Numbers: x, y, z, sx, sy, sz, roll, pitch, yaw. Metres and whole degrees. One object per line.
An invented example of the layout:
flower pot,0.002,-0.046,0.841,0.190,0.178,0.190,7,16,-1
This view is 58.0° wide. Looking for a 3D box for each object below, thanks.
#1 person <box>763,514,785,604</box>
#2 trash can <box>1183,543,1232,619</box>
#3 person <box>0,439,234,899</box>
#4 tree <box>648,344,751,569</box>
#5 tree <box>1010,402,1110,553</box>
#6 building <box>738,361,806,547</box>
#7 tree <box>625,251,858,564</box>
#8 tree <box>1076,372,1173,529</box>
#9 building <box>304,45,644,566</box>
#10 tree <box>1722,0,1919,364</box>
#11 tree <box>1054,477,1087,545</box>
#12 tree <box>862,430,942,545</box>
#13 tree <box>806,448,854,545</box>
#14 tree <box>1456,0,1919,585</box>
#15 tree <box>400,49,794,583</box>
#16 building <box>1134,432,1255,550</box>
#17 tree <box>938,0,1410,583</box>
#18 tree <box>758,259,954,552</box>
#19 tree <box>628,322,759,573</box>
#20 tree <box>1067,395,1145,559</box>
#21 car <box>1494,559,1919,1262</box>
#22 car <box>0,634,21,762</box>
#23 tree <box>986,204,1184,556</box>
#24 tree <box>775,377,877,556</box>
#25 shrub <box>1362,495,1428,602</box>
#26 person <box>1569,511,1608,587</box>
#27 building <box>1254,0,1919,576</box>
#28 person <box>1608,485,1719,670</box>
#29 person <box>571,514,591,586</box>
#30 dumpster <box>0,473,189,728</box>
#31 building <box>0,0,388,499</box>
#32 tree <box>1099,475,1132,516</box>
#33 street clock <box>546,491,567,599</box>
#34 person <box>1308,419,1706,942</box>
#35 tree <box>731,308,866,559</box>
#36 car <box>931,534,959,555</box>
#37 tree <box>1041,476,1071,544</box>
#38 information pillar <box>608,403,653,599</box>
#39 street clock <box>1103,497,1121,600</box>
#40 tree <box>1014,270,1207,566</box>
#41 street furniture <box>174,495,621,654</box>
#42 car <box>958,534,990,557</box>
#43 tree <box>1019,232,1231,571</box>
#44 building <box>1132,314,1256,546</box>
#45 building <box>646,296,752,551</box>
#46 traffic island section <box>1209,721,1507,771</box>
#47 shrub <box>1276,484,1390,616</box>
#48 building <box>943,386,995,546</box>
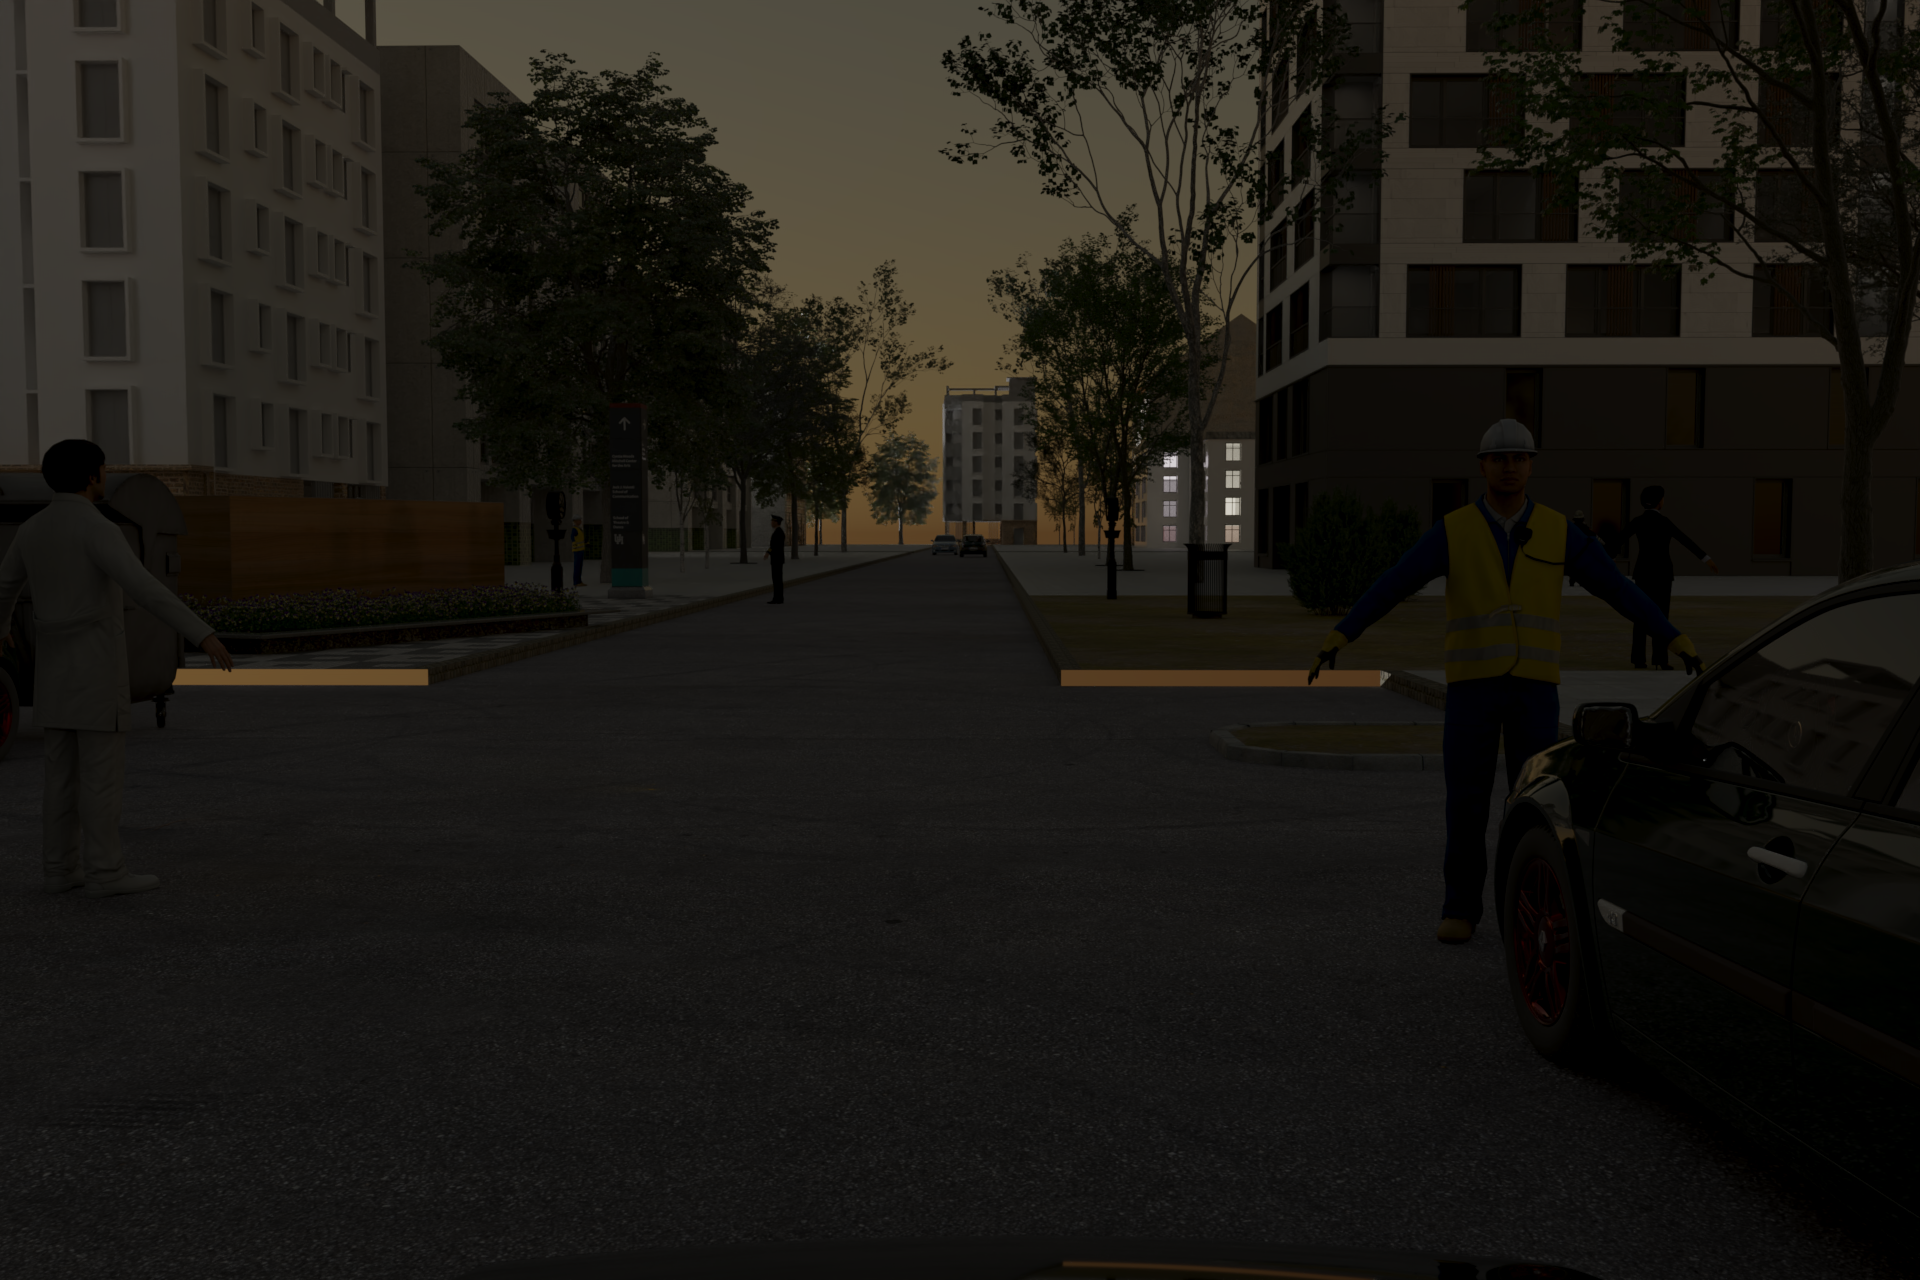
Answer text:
person,-3.788,-1.666,35.627,0.705,1.837,1.347,0,4,6
trash can,3.768,-0.901,26.378,0.748,1.137,0.748,0,3,0
person,-3.482,0.105,6.921,1.347,1.806,0.705,2,4,24
tree,-9.147,-6.948,63.956,4.360,8.622,3.978,0,3,0
tree,6.892,-11.258,118.488,7.601,10.594,8.767,0,4,-8
building,-26.777,-21.656,185.011,19.493,23.208,18.063,0,4,1
tree,-9.430,-10.049,74.669,12.009,13.543,11.850,0,3,0
tree,7.040,-7.755,77.165,4.737,8.622,4.395,0,3,0
building,-26.003,-12.998,78.979,16.747,18.905,31.486,0,4,2
tree,17.812,-7.250,28.912,12.009,13.543,11.850,0,3,0
tree,13.493,-15.767,208.149,4.737,8.622,4.395,0,3,0
tree,-7.100,-18.607,210.877,9.857,13.997,8.962,0,3,0
tree,-16.582,-17.917,211.063,7.486,12.596,7.792,0,3,0
tree,8.383,-5.501,15.694,9.928,11.665,9.643,0,3,0
tree,-9.201,-8.454,44.884,9.857,13.997,8.962,0,3,0
building,21.266,-13.073,155.895,9.099,9.664,28.070,0,4,1
tree,5.009,-11.502,43.942,12.611,20.169,13.585,0,3,0
tree,-7.224,-16.133,119.667,12.611,20.169,13.585,0,3,0
tree,-9.418,-6.553,57.500,4.360,8.622,3.978,0,3,0
tree,7.372,-8.471,88.869,4.737,8.622,4.395,0,3,0
car,2.428,0.385,3.497,2.009,1.686,4.222,0,4,0
car,-6.832,0.029,9.306,2.009,1.686,4.222,0,4,1
tree,7.582,-14.970,100.655,12.611,20.169,13.585,0,3,0
tree,-8.185,-10.234,101.744,7.601,10.594,8.767,-3,4,-36
shrub,8.236,-1.749,33.013,1.690,2.028,1.600,0,3,0
person,15.128,-2.237,42.359,1.354,1.856,0.705,2,4,35
building,25.299,-13.722,68.325,27.936,21.610,32.646,0,4,1
person,6.623,-0.594,16.439,0.721,1.740,1.216,-2,4,-31
person,-9.299,-2.206,42.531,0.721,1.772,1.216,0,4,5
dumpster,-6.621,-0.249,12.279,1.865,1.857,1.264,0,4,1
building,-25.064,-11.664,47.134,16.016,20.090,11.380,0,4,0
tree,20.230,-16.750,208.274,7.601,10.594,8.767,0,4,6
street clock,-6.767,-1.498,29.060,0.358,2.002,0.471,0,4,1
person,1.912,0.143,6.096,1.349,1.833,0.705,1,4,11
tree,-8.826,-10.378,87.809,7.486,12.596,7.792,0,3,0
car,-1.008,-6.558,119.219,2.014,1.417,4.499,0,4,1
tree,12.014,-16.061,212.957,4.737,8.622,4.395,0,3,0
information pillar,-6.605,-2.766,34.595,0.750,3.857,0.750,0,4,1
street clock,2.981,-1.797,33.957,0.358,2.002,0.471,0,4,-1
tree,5.960,-8.758,68.956,9.928,11.665,9.643,0,3,0
street furniture,-9.160,-0.883,21.285,11.010,1.723,9.812,1,4,22
car,0.845,-6.001,107.903,2.009,1.686,4.222,0,4,1
tree,5.738,-8.219,60.141,9.928,11.665,9.643,0,3,0
building,28.179,-21.484,182.193,19.493,23.208,18.063,0,4,1
building,-28.216,-17.037,145.005,16.747,18.905,31.486,0,4,2
traffic island section,2.697,0.696,11.485,1.991,0.108,1.994,0,4,1
shrub,5.907,-1.428,27.395,1.661,2.075,1.752,0,3,0
building,-1.799,-21.663,213.073,11.380,20.090,16.016,0,4,2
